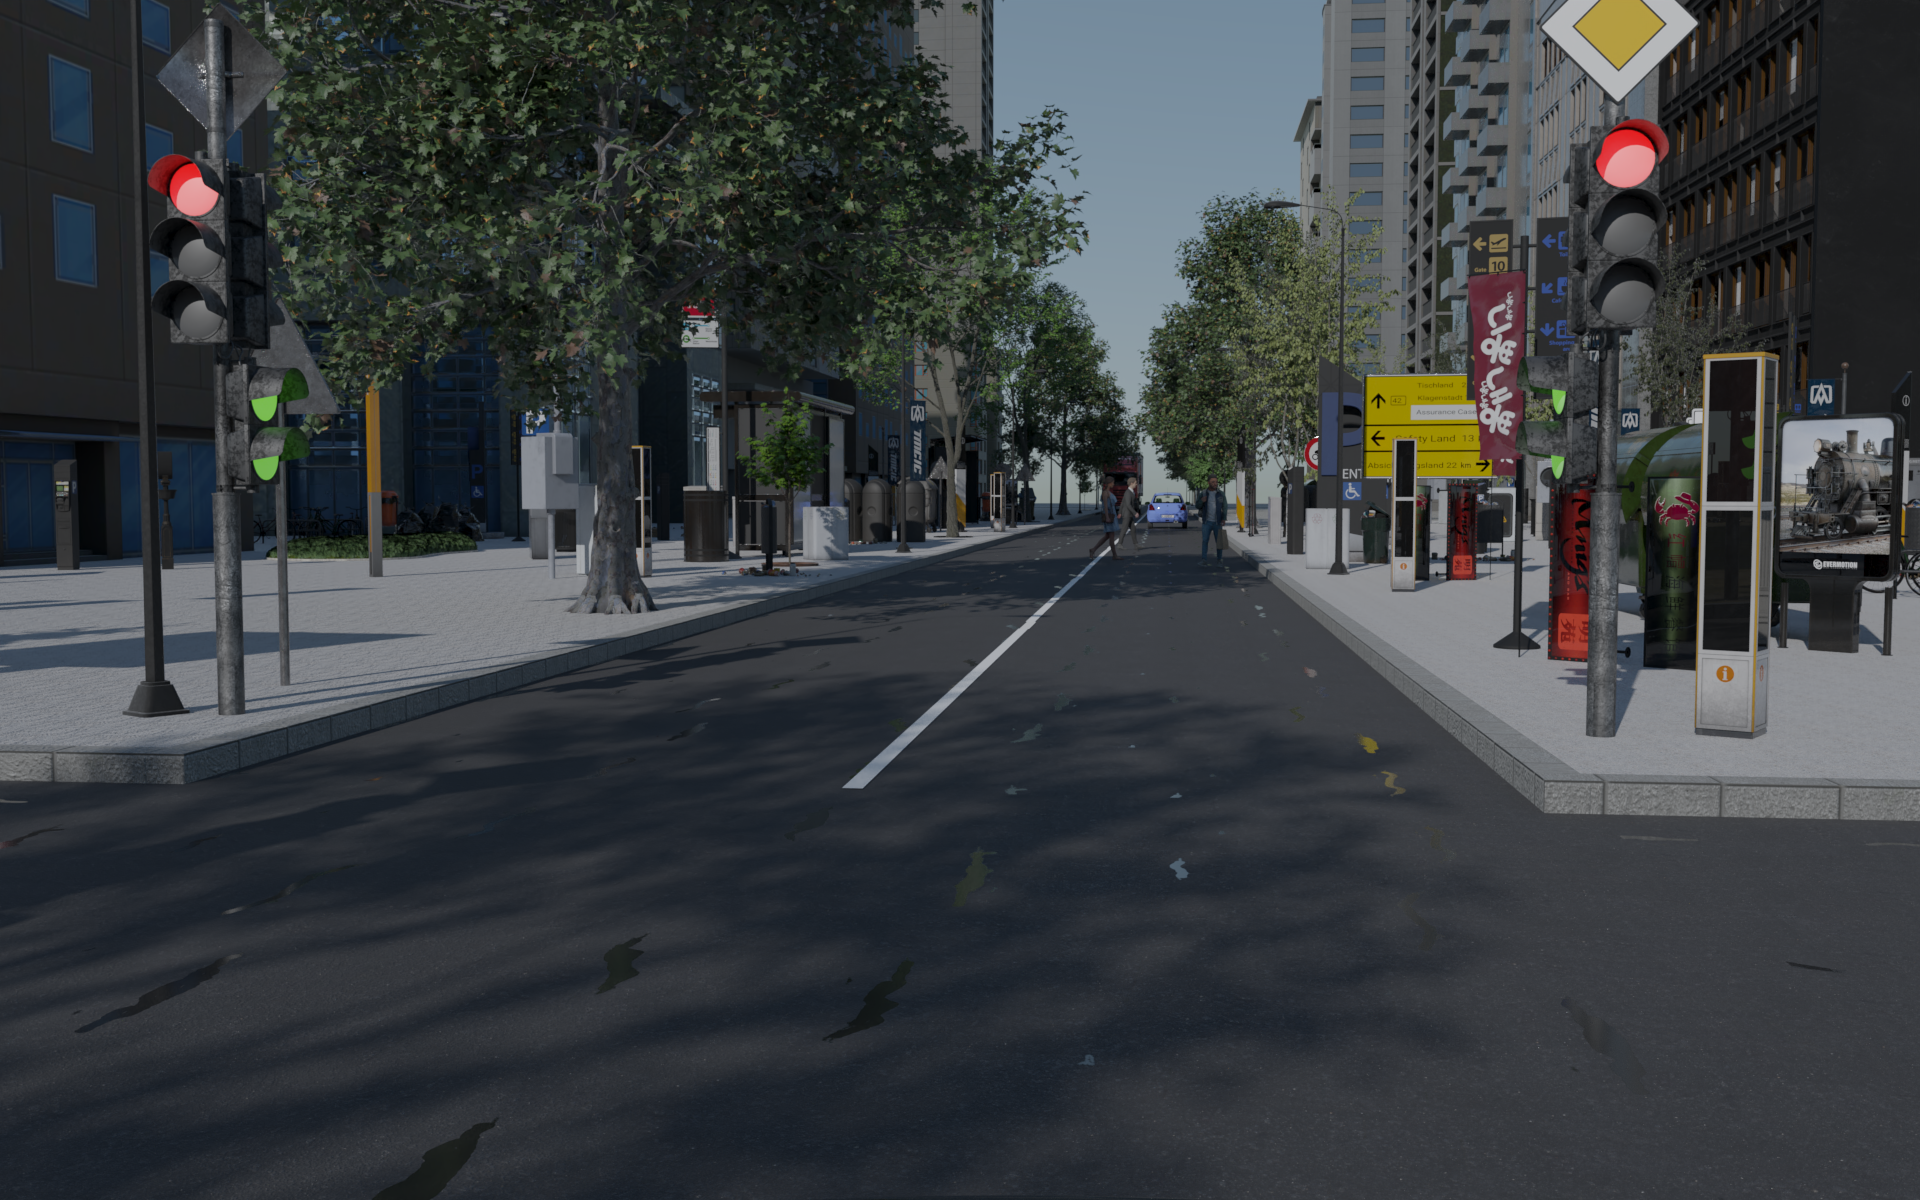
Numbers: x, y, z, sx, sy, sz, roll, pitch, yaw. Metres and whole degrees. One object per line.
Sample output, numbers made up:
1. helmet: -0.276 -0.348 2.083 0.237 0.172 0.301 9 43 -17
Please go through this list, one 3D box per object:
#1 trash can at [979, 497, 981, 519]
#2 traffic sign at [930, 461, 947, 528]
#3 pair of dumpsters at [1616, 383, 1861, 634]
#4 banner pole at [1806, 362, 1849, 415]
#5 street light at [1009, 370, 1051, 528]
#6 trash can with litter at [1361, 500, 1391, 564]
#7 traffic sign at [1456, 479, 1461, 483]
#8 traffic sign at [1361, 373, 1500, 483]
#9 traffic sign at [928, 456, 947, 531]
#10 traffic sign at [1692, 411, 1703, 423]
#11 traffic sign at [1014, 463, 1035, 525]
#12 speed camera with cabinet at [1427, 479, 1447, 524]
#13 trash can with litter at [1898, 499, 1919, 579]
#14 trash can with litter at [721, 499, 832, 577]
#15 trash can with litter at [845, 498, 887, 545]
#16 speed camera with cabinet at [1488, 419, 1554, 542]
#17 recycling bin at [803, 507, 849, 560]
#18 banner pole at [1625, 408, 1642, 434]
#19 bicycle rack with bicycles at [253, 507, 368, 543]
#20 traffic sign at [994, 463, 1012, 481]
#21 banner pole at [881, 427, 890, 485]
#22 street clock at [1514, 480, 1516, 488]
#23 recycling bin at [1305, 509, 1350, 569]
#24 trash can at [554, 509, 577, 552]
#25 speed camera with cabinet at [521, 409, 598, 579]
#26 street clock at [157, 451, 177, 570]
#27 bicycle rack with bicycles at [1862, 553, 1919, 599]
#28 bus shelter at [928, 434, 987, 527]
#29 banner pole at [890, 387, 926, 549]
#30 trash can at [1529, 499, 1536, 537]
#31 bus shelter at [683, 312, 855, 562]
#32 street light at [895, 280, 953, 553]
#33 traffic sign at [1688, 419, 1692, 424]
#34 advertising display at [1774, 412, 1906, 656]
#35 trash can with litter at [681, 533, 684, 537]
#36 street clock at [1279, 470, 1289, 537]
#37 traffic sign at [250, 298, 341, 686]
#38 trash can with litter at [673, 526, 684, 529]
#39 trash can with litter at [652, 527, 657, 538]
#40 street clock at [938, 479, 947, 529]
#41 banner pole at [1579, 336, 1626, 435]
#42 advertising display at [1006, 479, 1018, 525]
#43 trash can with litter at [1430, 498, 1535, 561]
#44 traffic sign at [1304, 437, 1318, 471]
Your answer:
1. trash can: 0.719 -4.486 85.007 0.748 1.137 0.748 0 3 0
2. traffic sign: -0.777 -3.988 65.303 0.768 2.556 0.104 1 4 14
3. pair of dumpsters: 7.387 -0.888 17.012 1.574 2.255 4.437 0 4 7
4. banner pole: 16.608 -2.636 33.114 0.863 3.779 0.401 1 4 20
5. street light: 2.529 -5.641 64.768 1.470 5.913 1.316 0 4 7
6. trash can with litter: 7.927 -1.259 31.968 1.055 1.170 0.624 1 4 14
7. traffic sign: 8.700 -1.841 30.214 0.768 2.556 0.104 1 4 14
8. traffic sign: 7.929 -2.162 29.227 2.265 3.308 0.079 1 4 12
9. traffic sign: -0.663 -3.633 59.409 0.884 2.594 0.081 1 4 12
10. traffic sign: 9.083 -1.141 20.793 0.606 2.300 0.079 1 4 15
11. traffic sign: 2.676 -4.375 71.543 0.884 2.594 0.081 1 4 8
12. speed camera with cabinet: 20.636 -4.860 73.789 0.660 3.252 2.038 -1 4 -13
13. trash can with litter: 14.798 -0.976 27.010 1.678 1.210 2.233 0 4 1
14. trash can with litter: -2.996 -1.022 27.771 1.678 1.210 2.233 -1 4 -12
15. trash can with litter: -2.665 -2.032 44.281 2.233 1.210 1.678 -3 4 -37
16. speed camera with cabinet: 14.968 -3.162 46.030 2.038 3.252 0.660 1 4 18
17. recycling bin: -2.628 -1.305 33.892 0.722 1.027 0.722 -2 4 -24
18. banner pole: 17.021 -3.331 44.482 0.863 3.779 0.401 0 4 8
19. bicycle rack with bicycles: -16.890 -1.957 45.373 2.925 0.926 2.852 1 4 18
20. traffic sign: 1.758 -4.351 71.247 0.768 2.556 0.104 1 4 11
21. banner pole: -2.618 -4.546 64.338 0.863 3.779 0.401 0 4 4
22. street clock: 26.198 -4.751 82.249 0.471 2.002 0.358 1 4 19
23. recycling bin: 6.330 -1.059 29.861 0.722 1.027 0.722 1 4 10
24. trash can: -8.722 -1.634 38.374 0.748 1.137 0.748 0 3 0
25. speed camera with cabinet: -5.852 -1.996 26.964 0.660 3.252 2.038 3 4 36
26. street clock: -13.493 -1.521 29.444 0.358 2.002 0.471 -2 4 -24
27. bicycle rack with bicycles: 12.619 -0.492 21.428 2.925 0.926 2.852 3 5 41
28. bus shelter: -0.053 -4.889 71.225 1.731 3.624 6.357 0 4 7
29. banner pole: -1.118 -3.095 40.620 0.863 3.779 0.401 -3 4 -37
30. trash can: 17.514 -2.478 52.171 0.748 1.137 0.748 0 3 0
31. bus shelter: -4.093 -3.610 36.651 2.179 5.291 8.768 0 4 7
32. street light: -0.696 -3.981 37.630 1.470 5.913 1.316 0 4 7
33. traffic sign: 10.030 -1.290 23.218 0.606 2.300 0.079 1 4 14
34. advertising display: 7.113 -0.540 14.049 0.123 1.923 0.974 -3 4 -36
35. trash can with litter: -7.485 -2.357 49.916 1.055 1.170 0.624 -3 5 -42
36. street clock: 9.691 -2.855 51.243 0.471 2.002 0.358 -1 4 -22
37. traffic sign: -4.519 -0.705 11.526 0.884 2.594 0.081 1 4 15
38. trash can with litter: -9.735 -3.227 63.818 1.678 1.210 2.233 0 4 -6
39. trash can with litter: -9.373 -2.433 51.166 1.055 1.170 0.624 -3 4 -36
40. street clock: -0.584 -3.620 63.756 0.358 2.002 0.471 2 4 34
41. banner pole: 9.002 -2.128 24.814 0.401 3.779 0.863 -1 4 -20
42. advertising display: 1.937 -4.108 72.385 0.974 1.923 0.123 -1 4 -14
43. trash can with litter: 9.887 -1.377 33.569 2.233 1.210 1.678 2 4 29
44. traffic sign: 7.972 -2.330 38.208 0.768 2.556 0.104 1 4 13
